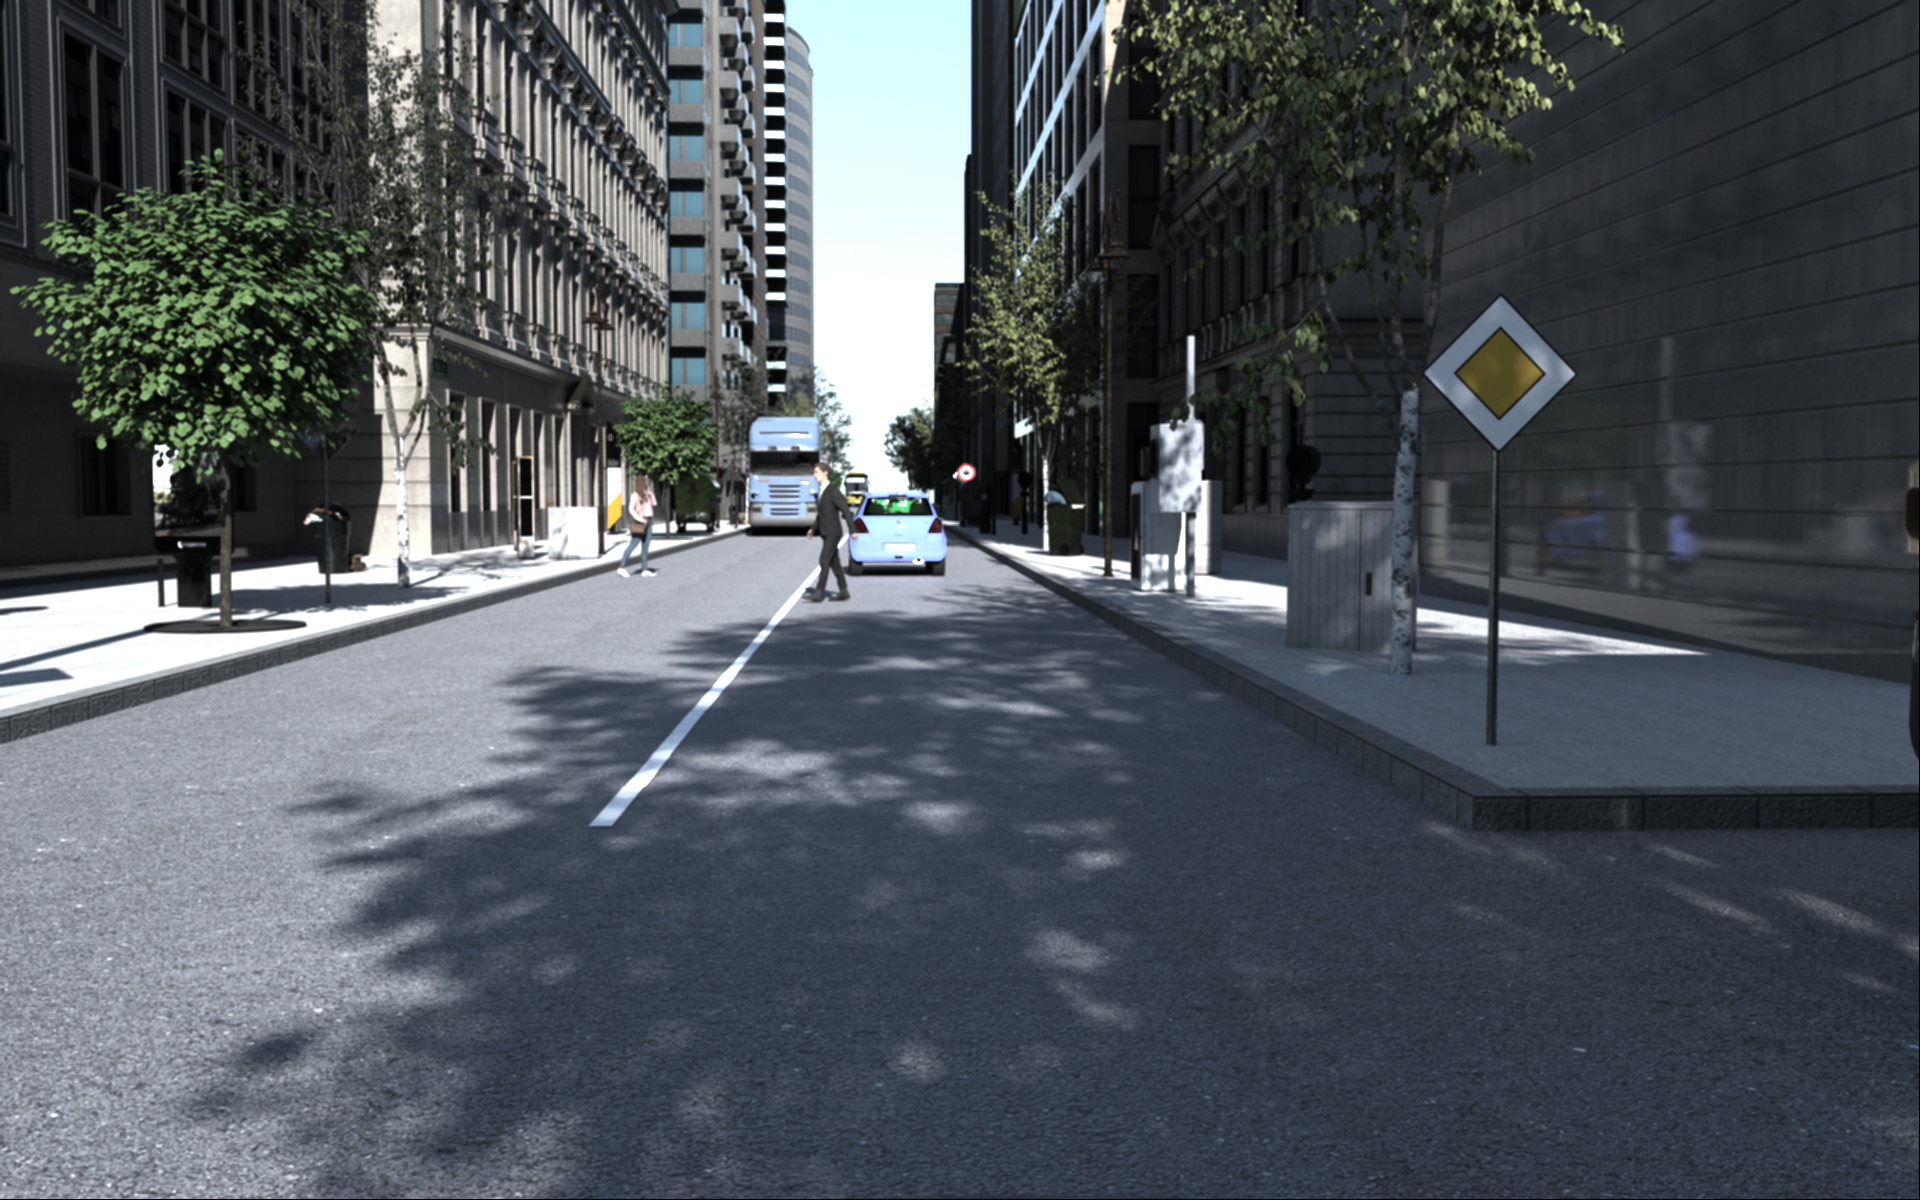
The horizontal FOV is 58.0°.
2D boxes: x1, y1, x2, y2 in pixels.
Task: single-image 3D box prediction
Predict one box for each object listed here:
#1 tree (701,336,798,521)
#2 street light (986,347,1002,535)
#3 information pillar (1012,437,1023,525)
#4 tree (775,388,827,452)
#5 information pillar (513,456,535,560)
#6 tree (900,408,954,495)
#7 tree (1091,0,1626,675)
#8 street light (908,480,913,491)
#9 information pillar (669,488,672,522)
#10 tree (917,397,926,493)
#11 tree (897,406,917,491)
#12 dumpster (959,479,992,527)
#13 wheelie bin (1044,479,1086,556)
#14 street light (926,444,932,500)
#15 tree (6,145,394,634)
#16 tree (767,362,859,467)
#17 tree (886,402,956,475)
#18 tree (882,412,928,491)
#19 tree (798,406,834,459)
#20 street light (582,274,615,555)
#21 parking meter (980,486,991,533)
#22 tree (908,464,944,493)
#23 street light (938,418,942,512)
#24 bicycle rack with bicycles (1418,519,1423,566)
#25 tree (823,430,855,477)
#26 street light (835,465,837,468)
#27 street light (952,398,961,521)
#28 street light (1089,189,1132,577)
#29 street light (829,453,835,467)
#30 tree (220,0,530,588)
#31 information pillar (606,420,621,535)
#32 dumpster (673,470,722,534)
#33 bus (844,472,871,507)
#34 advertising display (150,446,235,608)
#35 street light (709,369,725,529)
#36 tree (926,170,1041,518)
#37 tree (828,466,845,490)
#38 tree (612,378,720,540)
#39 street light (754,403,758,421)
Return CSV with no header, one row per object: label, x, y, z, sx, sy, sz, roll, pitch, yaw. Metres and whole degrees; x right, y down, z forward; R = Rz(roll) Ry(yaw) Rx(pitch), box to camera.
tree,-9.978,-7.969,80.654,4.360,8.622,3.978,0,3,0
street light,1.070,-5.005,54.614,0.468,5.910,1.993,0,4,-3
information pillar,2.365,-4.877,71.090,0.504,3.616,0.183,3,5,44
tree,-11.668,-10.417,120.672,4.737,8.622,4.395,0,3,0
information pillar,-8.521,-1.800,33.930,0.304,2.012,0.304,-2,4,-23
tree,-2.777,-11.971,146.085,4.360,8.622,3.978,0,3,0
tree,3.085,-3.790,12.336,4.737,8.622,4.395,0,3,0
street light,-7.211,-16.520,242.891,0.468,5.910,1.993,0,4,-3
information pillar,-13.534,-5.418,79.946,0.183,3.616,0.504,1,4,19
tree,2.173,-5.795,45.111,4.737,8.622,4.395,0,3,0
tree,-0.431,-8.750,93.422,4.737,8.622,4.395,0,3,0
dumpster,0.608,-3.821,68.226,1.264,1.857,1.865,0,4,-2
wheelie bin,2.153,-1.714,35.940,0.693,1.594,0.980,2,4,33
street light,-2.355,-9.743,132.081,0.468,5.910,1.993,0,4,-3
tree,-7.086,-1.999,16.402,4.285,4.588,4.351,0,3,0
tree,-14.038,-15.251,159.722,12.009,13.543,11.850,0,3,0
tree,-4.033,-14.786,176.165,7.601,10.594,8.767,-1,4,-20
tree,-6.402,-18.025,220.461,9.928,11.665,9.643,0,3,0
tree,-12.835,-11.933,145.472,4.360,8.622,3.978,0,3,0
street light,-7.589,-3.897,36.500,0.468,5.910,1.993,0,4,-3
parking meter,0.823,-2.944,56.547,0.372,1.533,0.369,0,3,0
tree,-3.285,-11.227,167.279,4.285,4.588,4.351,0,3,0
street light,-1.135,-7.983,103.314,0.468,5.910,1.993,0,4,-3
bicycle rack with bicycles,8.433,-0.897,28.053,2.852,0.926,2.925,2,4,31
tree,-17.840,-18.567,237.976,7.601,10.594,8.767,-3,5,-44
street light,-16.096,-15.421,224.926,0.468,5.910,1.993,0,4,-3
street light,-0.174,-6.771,83.500,0.468,5.910,1.993,0,4,-3
street light,2.296,-3.295,26.667,0.468,5.910,1.993,0,4,-3
street light,-14.784,-13.687,196.565,0.468,5.910,1.993,0,4,-3
tree,-7.654,-4.457,23.238,4.360,8.622,3.978,0,3,0
information pillar,-10.919,-3.870,54.629,0.504,3.616,0.183,2,4,28
dumpster,-8.684,-3.336,57.039,1.502,2.255,1.985,0,4,-2
bus,-11.530,-12.312,192.855,2.896,3.916,12.252,0,4,-4
advertising display,-8.683,-0.880,19.596,0.974,1.923,0.123,1,4,11
street light,-8.976,-5.582,64.061,0.468,5.910,1.993,0,4,-3
tree,2.103,-5.439,39.294,4.737,8.622,4.395,0,3,0
tree,-15.215,-13.507,204.547,4.285,4.588,4.351,0,3,0
tree,-8.287,-4.006,49.219,4.285,4.588,4.351,0,3,0
street light,-9.961,-6.900,85.600,0.468,5.910,1.993,0,4,-3
